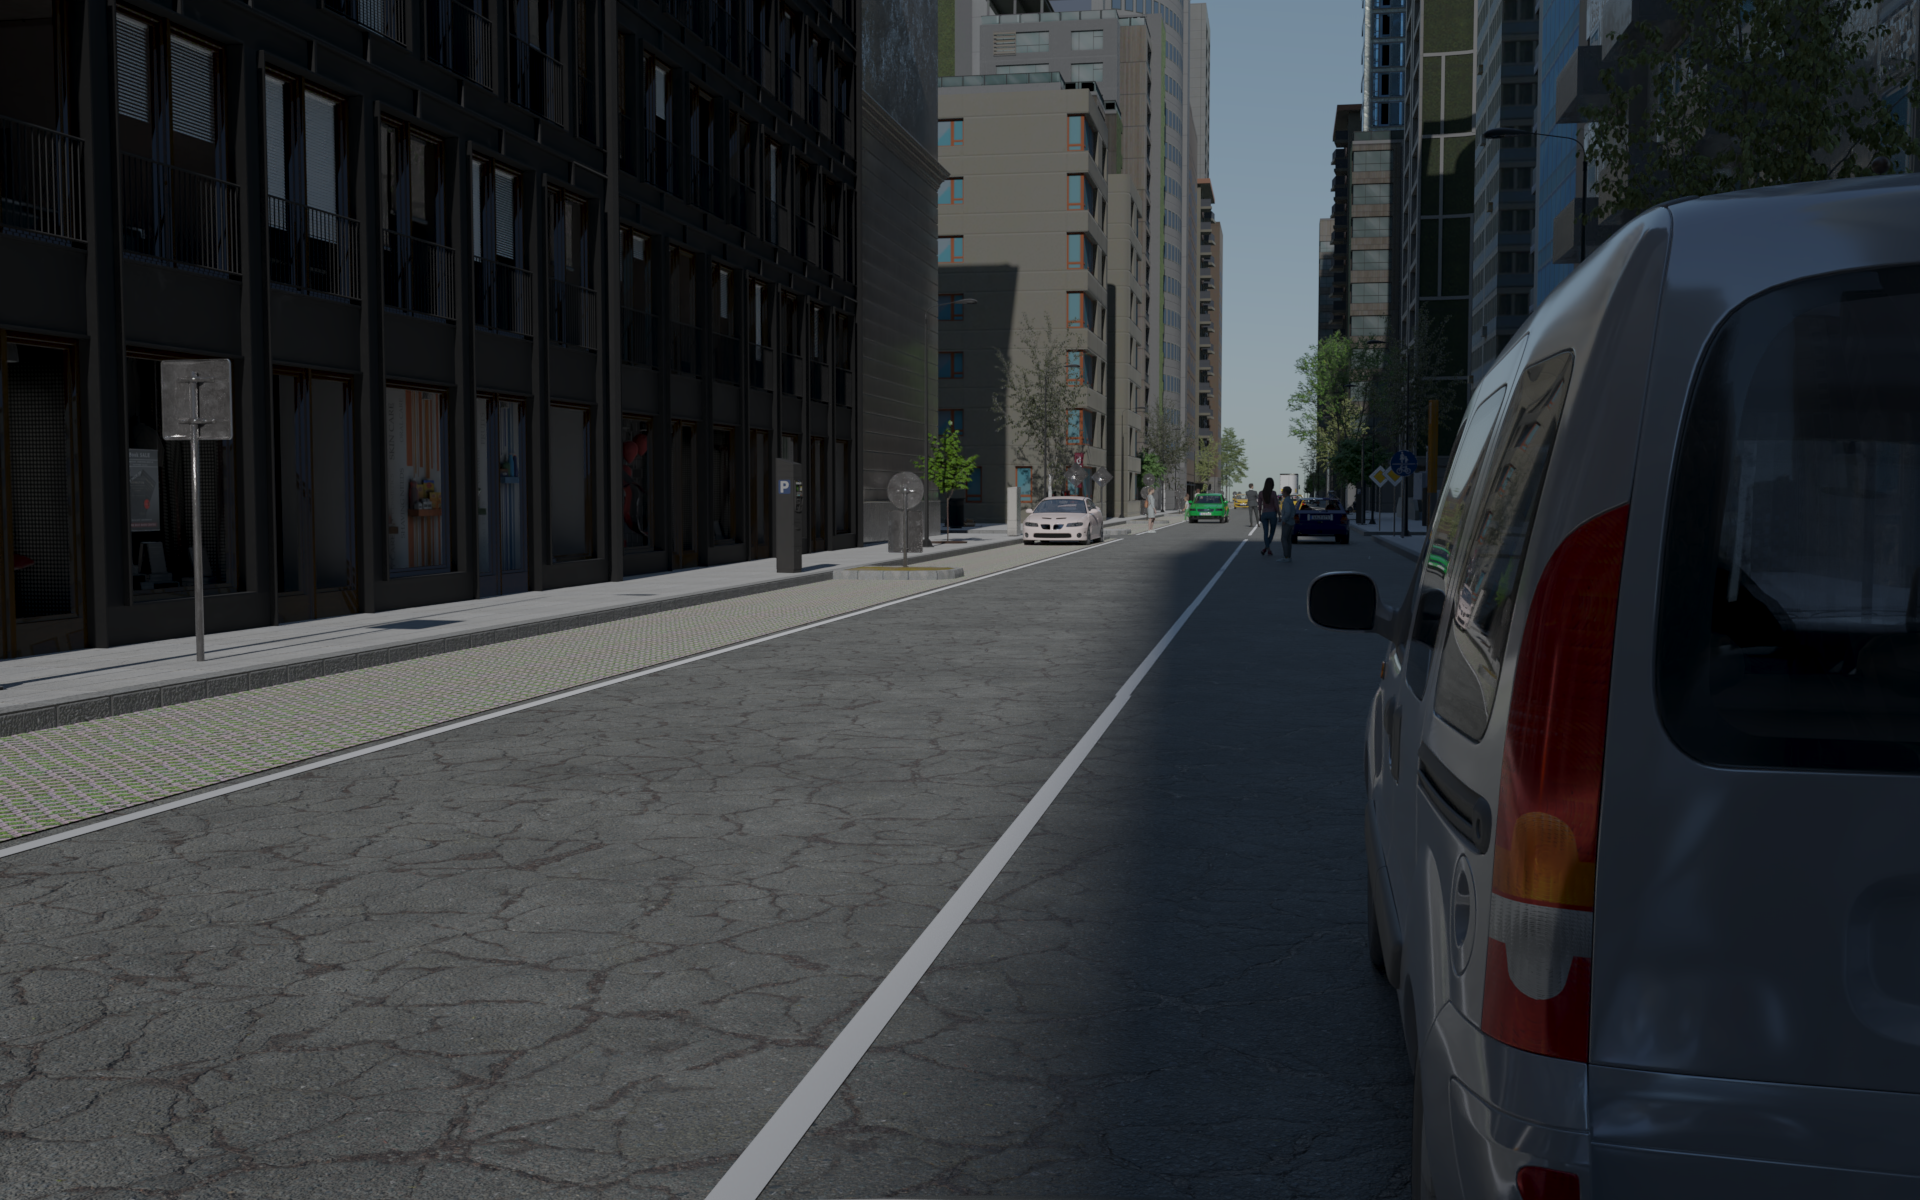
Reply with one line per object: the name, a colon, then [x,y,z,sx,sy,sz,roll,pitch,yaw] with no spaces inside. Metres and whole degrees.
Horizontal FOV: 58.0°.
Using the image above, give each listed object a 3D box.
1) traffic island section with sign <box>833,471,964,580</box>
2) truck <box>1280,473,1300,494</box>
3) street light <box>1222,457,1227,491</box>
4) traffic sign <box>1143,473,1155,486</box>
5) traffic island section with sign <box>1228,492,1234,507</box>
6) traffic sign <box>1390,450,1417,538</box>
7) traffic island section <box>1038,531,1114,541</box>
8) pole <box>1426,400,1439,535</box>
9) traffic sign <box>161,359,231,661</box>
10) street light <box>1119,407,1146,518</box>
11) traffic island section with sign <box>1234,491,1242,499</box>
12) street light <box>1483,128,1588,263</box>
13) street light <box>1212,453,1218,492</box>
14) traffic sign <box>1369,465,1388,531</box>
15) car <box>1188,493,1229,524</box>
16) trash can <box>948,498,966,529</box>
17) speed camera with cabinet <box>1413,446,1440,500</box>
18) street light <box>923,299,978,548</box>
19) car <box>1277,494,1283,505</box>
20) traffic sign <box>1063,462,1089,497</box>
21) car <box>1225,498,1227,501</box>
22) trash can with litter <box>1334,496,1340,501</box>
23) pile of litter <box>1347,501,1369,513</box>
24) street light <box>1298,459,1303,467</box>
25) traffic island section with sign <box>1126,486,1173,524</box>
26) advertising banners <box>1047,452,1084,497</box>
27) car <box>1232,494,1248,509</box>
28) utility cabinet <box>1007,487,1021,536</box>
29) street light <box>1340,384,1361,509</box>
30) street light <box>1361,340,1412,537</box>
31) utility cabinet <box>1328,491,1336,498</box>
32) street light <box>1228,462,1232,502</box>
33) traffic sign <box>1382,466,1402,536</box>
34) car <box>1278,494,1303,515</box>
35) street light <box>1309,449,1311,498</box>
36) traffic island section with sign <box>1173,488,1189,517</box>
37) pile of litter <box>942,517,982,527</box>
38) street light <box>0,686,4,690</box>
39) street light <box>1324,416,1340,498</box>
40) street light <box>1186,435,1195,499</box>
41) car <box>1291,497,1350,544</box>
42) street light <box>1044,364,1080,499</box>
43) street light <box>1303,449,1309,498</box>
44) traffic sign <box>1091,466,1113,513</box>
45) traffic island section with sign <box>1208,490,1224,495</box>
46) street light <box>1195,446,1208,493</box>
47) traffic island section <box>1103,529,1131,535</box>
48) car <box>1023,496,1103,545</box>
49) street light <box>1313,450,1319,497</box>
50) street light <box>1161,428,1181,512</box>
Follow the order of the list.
traffic island section with sign: [-0.991,-1.284,29.620,1.989,1.847,2.006,1,4,10]
truck: [45.834,-15.419,241.017,2.839,4.237,11.283,1,4,12]
street light: [32.797,-15.084,219.160,1.470,5.913,1.316,1,4,10]
traffic sign: [11.580,-6.492,106.257,0.768,2.556,0.104,1,4,19]
traffic island section with sign: [28.223,-10.889,186.666,1.989,1.847,2.006,1,4,10]
traffic sign: [12.858,-3.066,50.228,0.768,2.556,0.104,1,4,17]
traffic island section: [3.600,-1.956,54.263,2.009,0.180,2.903,1,4,10]
pole: [10.263,-2.678,37.625,0.158,3.312,0.155,0,3,0]
traffic sign: [-5.823,-0.678,13.217,0.606,2.300,0.079,1,4,15]
street light: [9.163,-7.317,92.182,1.470,5.913,1.316,1,4,10]
traffic island section with sign: [38.353,-14.224,241.181,1.989,1.847,2.006,1,4,10]
street light: [7.338,-3.028,22.054,1.470,5.913,1.316,1,4,10]
street light: [28.934,-13.804,198.235,1.470,5.913,1.316,1,4,10]
traffic sign: [14.612,-3.463,60.263,0.795,2.450,0.064,1,4,10]
car: [12.339,-4.710,85.807,1.959,1.807,4.718,1,4,12]
trash can: [-0.149,-3.234,64.537,0.748,1.137,0.748,0,3,0]
speed camera with cabinet: [19.727,-4.724,71.576,2.038,3.252,0.660,-2,4,-24]
street light: [-0.275,-4.215,41.462,1.470,5.913,1.316,1,4,10]
car: [26.955,-8.198,143.823,2.009,1.686,4.222,1,4,11]
traffic sign: [3.625,-3.092,54.197,0.795,2.450,0.064,1,4,10]
car: [24.374,-9.482,164.813,2.009,1.686,4.222,1,4,11]
trash can with litter: [28.032,-7.129,127.942,1.055,1.170,0.624,2,4,28]
pile of litter: [27.294,-6.430,119.103,1.719,0.858,1.176,1,4,17]
street light: [45.837,-15.701,229.258,1.470,5.913,1.316,1,4,10]
traffic island section with sign: [9.134,-4.612,84.039,1.989,1.847,2.006,1,4,10]
advertising banners: [4.432,-4.708,73.163,2.074,3.025,0.090,3,5,43]
car: [27.010,-9.486,165.327,2.015,1.641,3.980,1,4,9]
utility cabinet: [1.649,-2.720,53.155,0.318,1.500,1.173,0,4,8]
street light: [16.954,-6.166,73.352,1.470,5.913,1.316,1,4,10]
street light: [12.950,-4.877,52.281,1.470,5.913,1.316,1,4,10]
utility cabinet: [28.133,-7.476,130.911,0.318,1.500,1.173,2,4,31]
street light: [38.346,-16.921,249.204,1.470,5.913,1.316,1,4,10]
traffic sign: [13.153,-2.983,52.412,0.795,2.450,0.064,1,4,10]
car: [22.412,-6.512,116.702,2.015,1.641,3.980,1,4,9]
street light: [30.822,-10.738,148.106,1.470,5.913,1.316,1,4,10]
traffic island section with sign: [14.103,-6.247,110.770,1.989,1.847,2.006,1,4,10]
pile of litter: [0.093,-3.294,67.821,1.719,0.858,1.176,-1,4,-12]
street light: [-5.916,-2.354,11.034,1.470,5.913,1.316,1,4,10]
street light: [22.430,-8.004,103.409,1.470,5.913,1.316,1,4,10]
street light: [17.649,-10.083,137.402,1.470,5.913,1.316,1,4,10]
car: [10.524,-2.354,51.066,1.945,1.354,3.894,1,4,9]
street light: [3.600,-5.480,62.140,1.470,5.913,1.316,1,4,10]
street light: [36.517,-12.637,179.148,1.470,5.913,1.316,1,4,10]
traffic sign: [5.084,-3.572,62.048,0.795,2.450,0.064,1,4,10]
traffic island section with sign: [23.245,-9.252,159.898,1.989,1.847,2.006,1,4,10]
street light: [23.298,-11.964,168.156,1.470,5.913,1.316,1,4,10]
traffic island section: [5.060,-2.436,62.115,2.009,0.180,2.903,1,4,10]
car: [3.005,-2.285,49.728,2.083,1.381,4.827,1,4,12]
street light: [28.119,-9.840,133.427,1.470,5.913,1.316,1,4,10]
street light: [14.858,-9.153,122.199,1.470,5.913,1.316,1,4,10]
